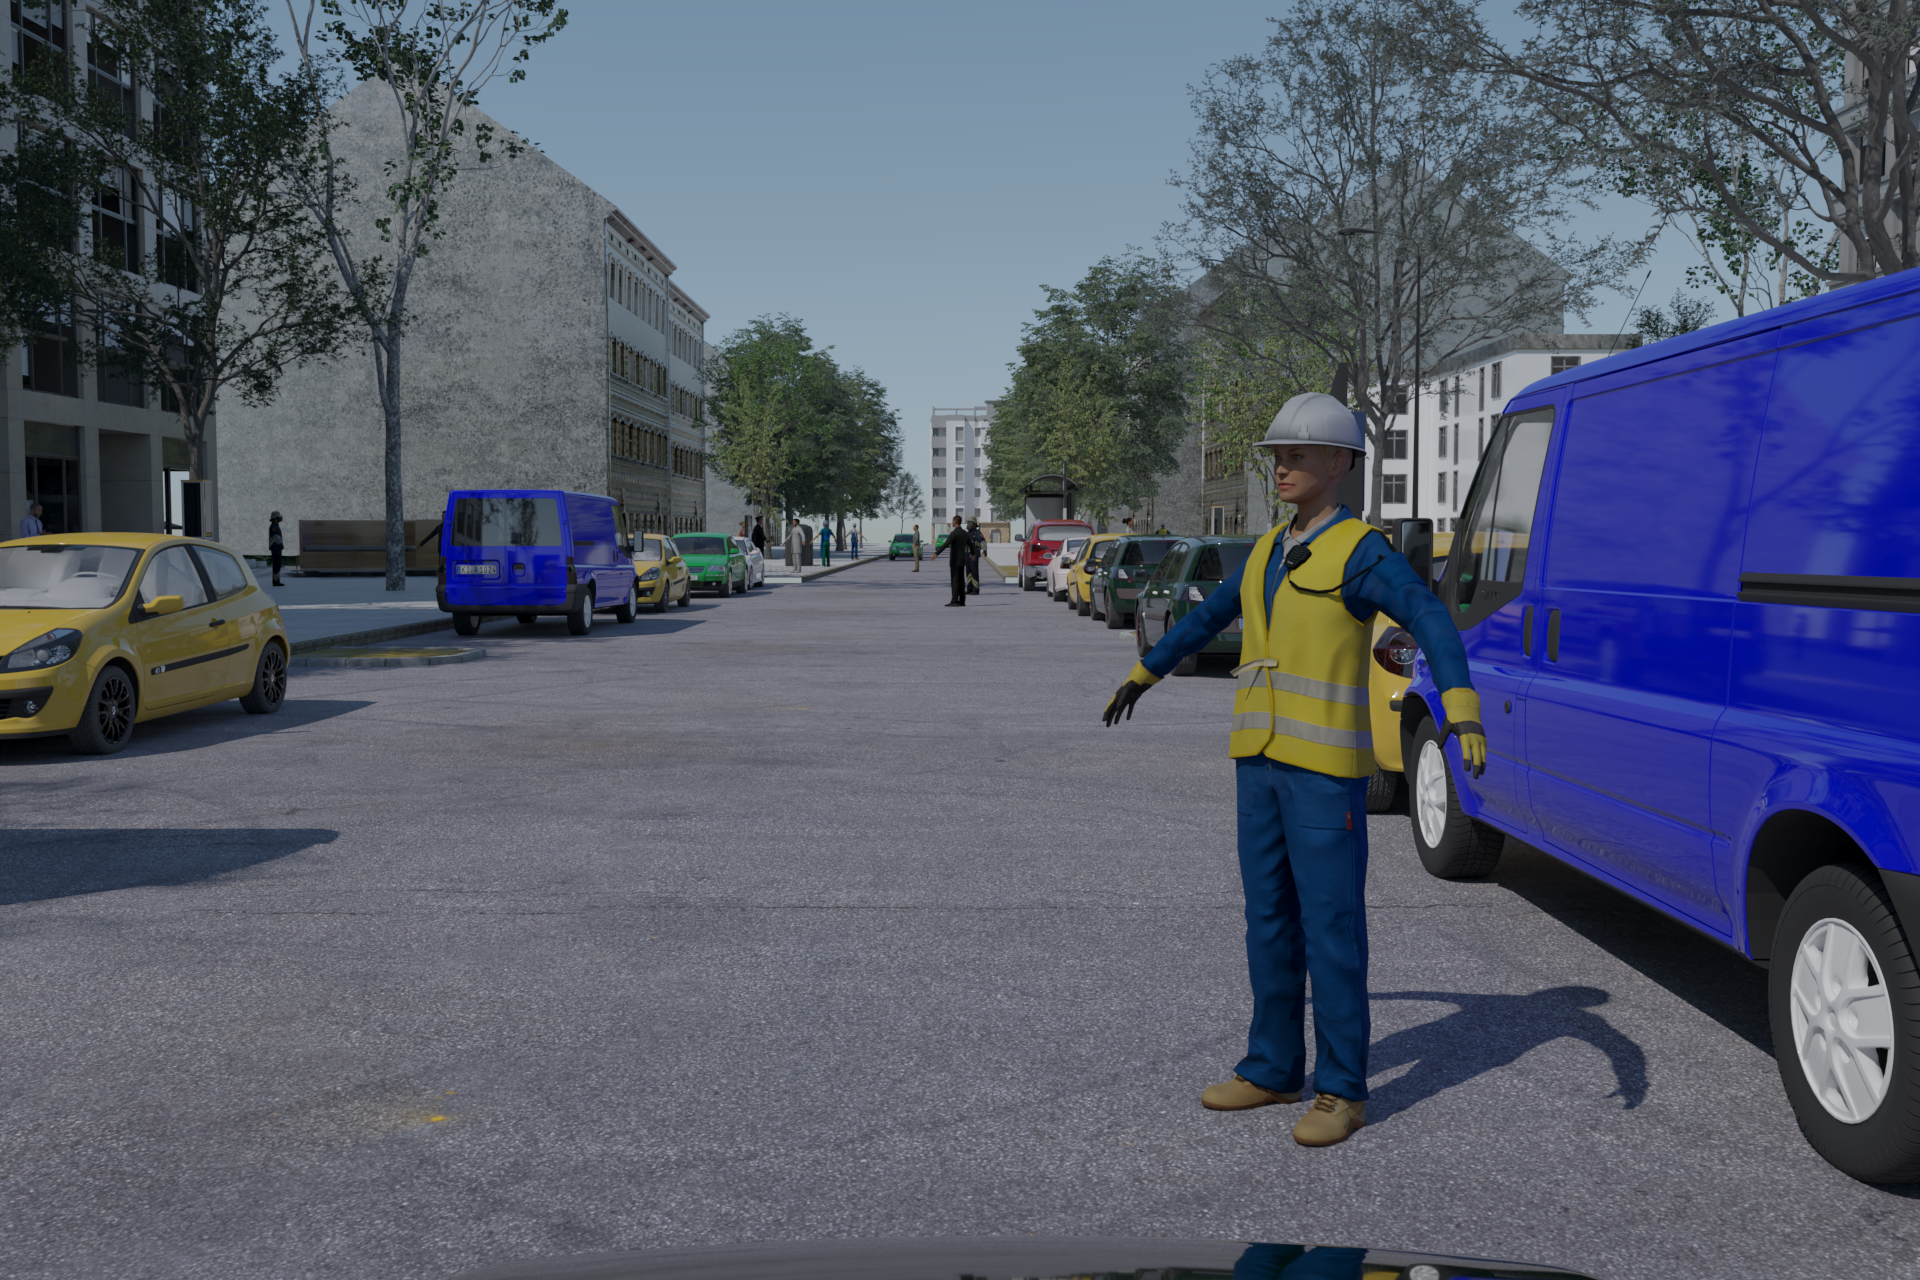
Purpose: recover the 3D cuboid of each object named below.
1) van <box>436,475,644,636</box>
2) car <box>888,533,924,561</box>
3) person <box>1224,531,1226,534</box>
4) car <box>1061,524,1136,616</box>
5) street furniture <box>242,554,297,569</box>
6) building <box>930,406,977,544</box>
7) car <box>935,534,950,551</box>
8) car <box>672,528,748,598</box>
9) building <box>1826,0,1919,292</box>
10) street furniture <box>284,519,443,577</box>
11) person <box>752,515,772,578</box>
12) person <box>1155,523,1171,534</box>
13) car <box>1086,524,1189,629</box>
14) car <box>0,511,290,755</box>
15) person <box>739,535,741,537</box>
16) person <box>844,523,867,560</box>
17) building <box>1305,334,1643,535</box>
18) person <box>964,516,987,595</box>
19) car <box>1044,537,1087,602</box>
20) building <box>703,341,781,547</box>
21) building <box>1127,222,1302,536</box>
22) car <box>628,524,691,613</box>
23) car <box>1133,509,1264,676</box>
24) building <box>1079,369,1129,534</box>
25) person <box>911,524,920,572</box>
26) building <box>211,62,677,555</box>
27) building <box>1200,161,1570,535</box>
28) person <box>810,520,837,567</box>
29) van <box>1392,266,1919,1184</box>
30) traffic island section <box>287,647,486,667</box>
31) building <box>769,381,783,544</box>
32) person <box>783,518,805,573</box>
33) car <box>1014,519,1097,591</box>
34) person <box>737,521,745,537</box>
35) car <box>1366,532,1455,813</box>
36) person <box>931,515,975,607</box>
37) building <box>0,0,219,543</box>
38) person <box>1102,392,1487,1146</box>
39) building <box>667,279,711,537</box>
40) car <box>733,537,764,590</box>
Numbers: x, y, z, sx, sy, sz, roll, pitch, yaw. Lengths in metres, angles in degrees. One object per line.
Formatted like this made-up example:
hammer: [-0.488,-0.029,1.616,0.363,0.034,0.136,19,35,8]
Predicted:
van: [-6.182,-1.330,26.125,2.240,2.365,5.245,0,3,0]
car: [-2.952,-5.271,94.970,1.959,1.807,4.718,0,3,0]
person: [13.454,-5.133,89.694,0.705,1.858,1.354,2,4,27]
car: [2.887,-1.309,31.625,2.015,1.641,3.980,0,3,0]
street furniture: [-27.955,-3.091,66.162,5.734,0.657,10.072,1,4,12]
building: [-4.044,-23.828,248.456,11.380,20.090,16.016,0,4,4]
car: [-1.285,-8.678,150.686,1.959,1.807,4.718,0,4,-1]
car: [-6.039,-1.933,40.405,1.959,1.807,4.718,0,4,0]
building: [26.946,-11.663,37.365,8.464,21.280,15.925,0,4,0]
street furniture: [-17.067,-3.002,55.940,9.812,1.723,11.010,-1,4,-23]
person: [-5.872,-2.750,50.902,0.705,1.837,1.347,-2,4,-27]
person: [9.686,-4.692,82.686,1.349,1.833,0.705,1,4,9]
car: [3.043,-1.083,27.499,2.009,1.686,4.222,0,4,-1]
car: [-6.335,-0.137,12.466,2.015,1.641,3.980,0,4,0]
person: [-9.213,-3.862,72.405,0.991,1.433,0.599,1,4,12]
person: [-5.218,-4.897,85.927,1.347,1.847,0.705,2,4,29]
building: [24.179,-8.851,86.857,9.099,9.664,28.070,0,4,0]
person: [0.270,-1.987,40.727,0.705,1.856,1.354,-3,4,-36]
car: [2.903,-1.573,38.075,2.083,1.381,4.827,0,4,0]
building: [-29.233,-21.433,181.362,19.493,23.208,18.063,0,4,1]
building: [22.677,-18.227,128.947,19.493,23.208,18.063,0,4,0]
car: [-6.186,-1.378,32.754,2.015,1.641,3.980,0,4,0]
car: [2.946,-0.556,18.881,2.009,1.686,4.222,0,4,-1]
building: [23.858,-22.672,201.607,19.493,23.208,18.063,0,3,0]
person: [-1.674,-3.459,65.285,0.705,1.796,1.348,0,4,-1]
building: [-25.656,-15.787,89.045,19.493,23.208,18.063,0,4,0]
building: [26.059,-17.093,110.396,19.493,23.208,18.063,0,4,0]
person: [-5.244,-3.736,67.214,0.704,1.817,1.347,3,5,43]
van: [2.886,-0.067,5.477,2.240,2.365,5.245,0,4,-1]
traffic island section: [-6.521,0.193,19.708,1.991,0.108,1.994,0,4,1]
building: [-28.256,-21.893,214.369,16.016,20.090,11.380,0,3,0]
person: [-5.466,-3.147,57.647,0.705,1.806,1.347,-3,4,-36]
car: [2.578,-2.218,44.945,2.281,1.827,5.304,0,4,0]
person: [-7.530,-3.302,60.786,0.721,1.733,1.217,1,4,20]
car: [2.828,-0.007,10.331,2.015,1.641,3.980,0,4,0]
person: [-0.072,-1.562,34.225,0.704,1.802,1.346,3,4,38]
building: [-32.541,-14.238,35.986,19.351,26.588,34.151,0,3,0]
person: [0.778,0.290,4.184,0.721,1.772,1.216,-2,4,-35]
building: [-26.955,-17.124,110.913,19.493,23.208,18.063,0,3,0]
car: [-6.252,-2.039,45.698,2.083,1.381,4.827,0,4,0]
